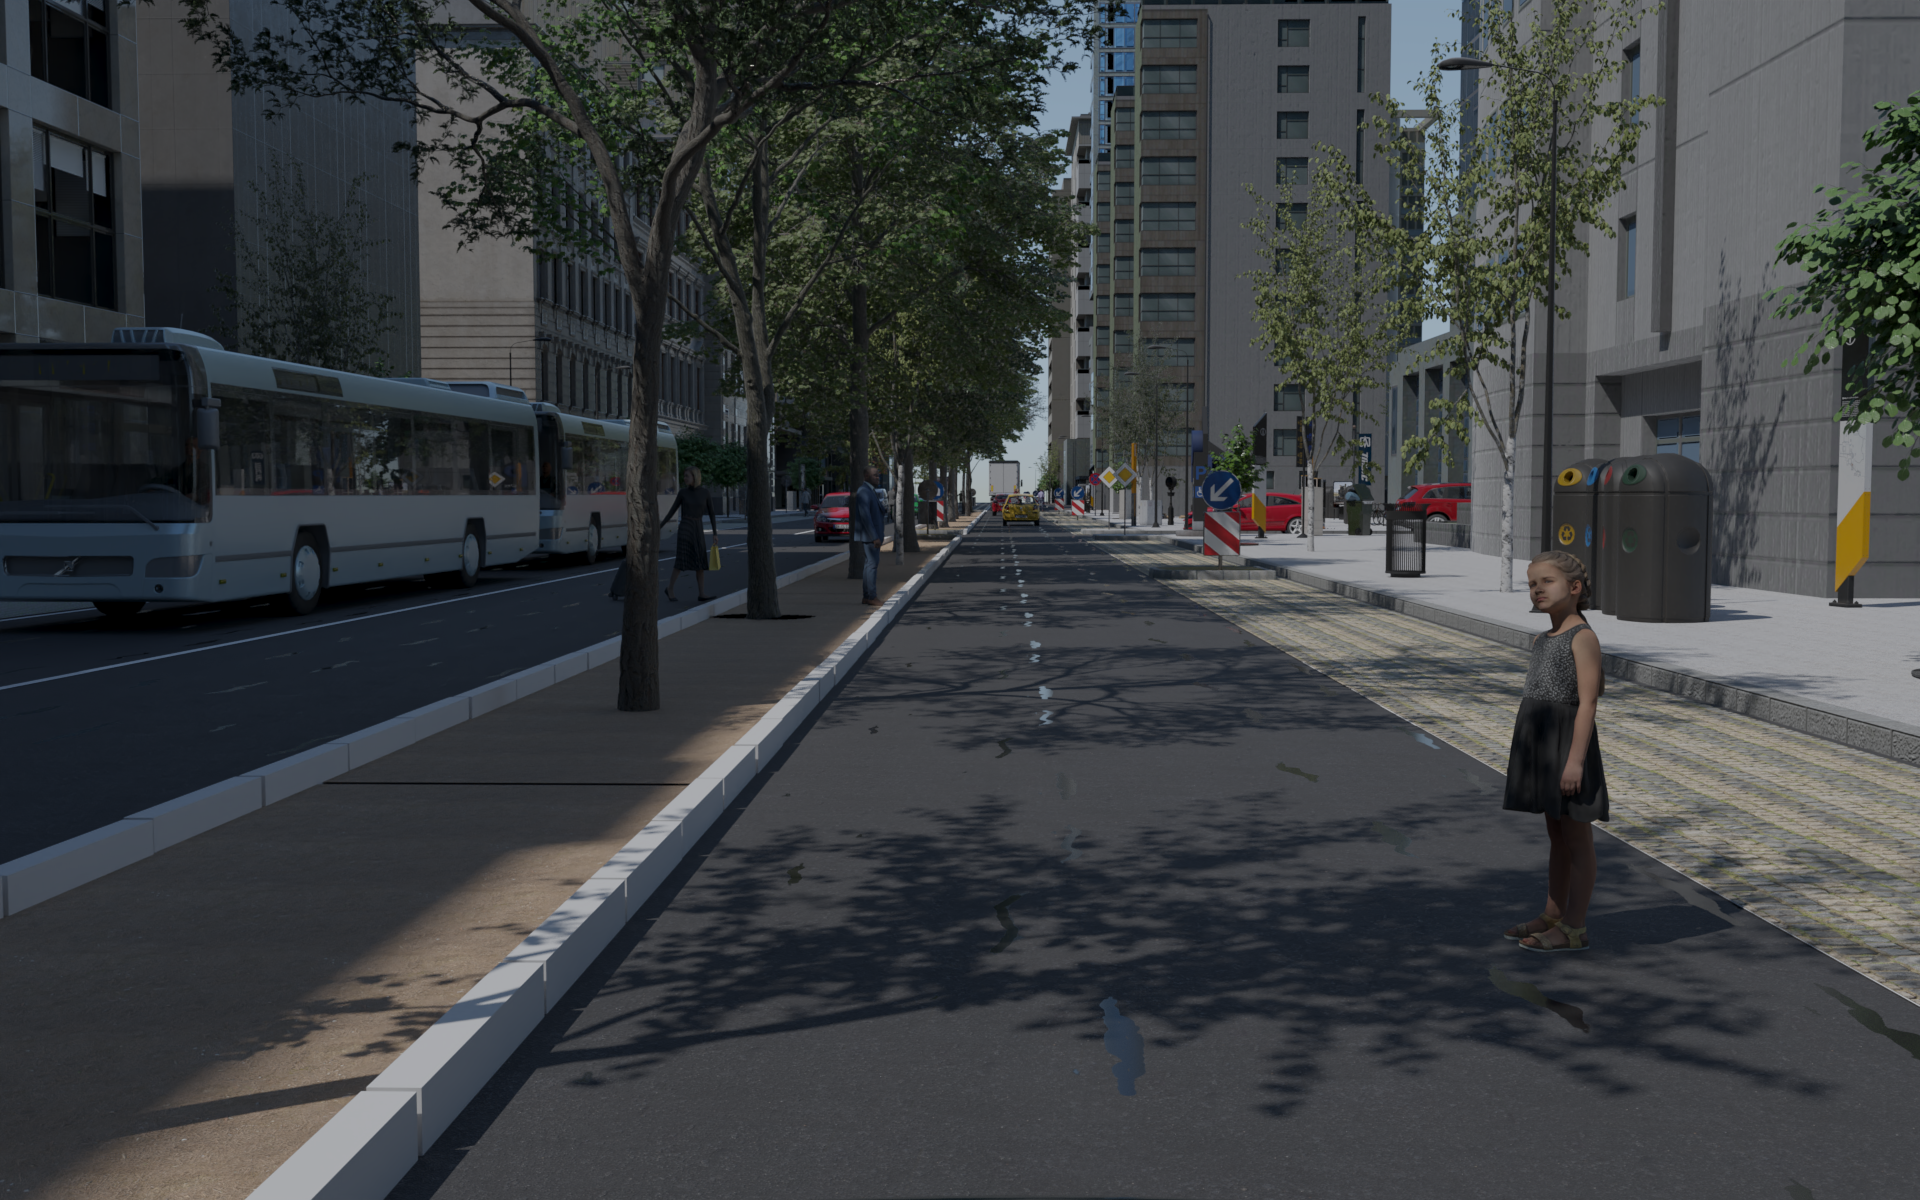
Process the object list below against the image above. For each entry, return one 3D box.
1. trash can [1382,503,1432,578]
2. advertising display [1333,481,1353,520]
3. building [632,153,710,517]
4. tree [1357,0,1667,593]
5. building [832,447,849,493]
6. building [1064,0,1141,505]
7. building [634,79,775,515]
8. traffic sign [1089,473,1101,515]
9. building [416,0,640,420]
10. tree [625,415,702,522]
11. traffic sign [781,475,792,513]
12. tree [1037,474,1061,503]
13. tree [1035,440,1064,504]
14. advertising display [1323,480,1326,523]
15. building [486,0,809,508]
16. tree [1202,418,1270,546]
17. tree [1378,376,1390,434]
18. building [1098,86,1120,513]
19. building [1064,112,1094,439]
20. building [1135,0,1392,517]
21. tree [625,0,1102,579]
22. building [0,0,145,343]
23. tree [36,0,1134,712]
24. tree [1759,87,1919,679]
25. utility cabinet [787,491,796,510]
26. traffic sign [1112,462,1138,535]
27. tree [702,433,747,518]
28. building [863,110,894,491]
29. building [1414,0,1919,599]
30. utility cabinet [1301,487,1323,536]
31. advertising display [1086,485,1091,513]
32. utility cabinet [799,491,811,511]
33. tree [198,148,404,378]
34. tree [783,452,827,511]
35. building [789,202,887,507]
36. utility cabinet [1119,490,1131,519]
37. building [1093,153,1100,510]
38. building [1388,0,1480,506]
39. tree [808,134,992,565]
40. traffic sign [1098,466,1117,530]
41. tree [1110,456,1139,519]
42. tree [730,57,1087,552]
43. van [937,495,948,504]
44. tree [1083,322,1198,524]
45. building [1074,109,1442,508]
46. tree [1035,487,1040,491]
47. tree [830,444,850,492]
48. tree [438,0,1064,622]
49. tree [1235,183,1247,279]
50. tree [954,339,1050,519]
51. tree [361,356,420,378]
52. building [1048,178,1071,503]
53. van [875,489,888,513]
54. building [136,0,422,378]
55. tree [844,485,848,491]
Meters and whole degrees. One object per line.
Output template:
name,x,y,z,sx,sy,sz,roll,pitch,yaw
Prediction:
trash can,6.874,-0.920,26.692,0.748,1.137,0.748,0,3,0
advertising display,19.000,-4.936,85.921,0.974,1.923,0.123,1,4,22
building,-20.469,-15.702,92.883,11.583,22.565,21.152,0,4,1
tree,6.985,-4.414,22.532,4.737,8.622,4.395,0,3,0
building,-18.947,-26.327,202.144,14.160,30.474,14.107,0,4,1
building,23.473,-53.896,193.865,22.319,86.520,31.000,0,4,1
building,-19.632,-19.483,115.809,12.463,27.353,25.104,0,4,1
traffic sign,8.102,-6.331,103.623,0.768,2.556,0.104,0,4,5
building,-20.204,-13.700,73.145,9.793,20.994,18.267,0,4,1
tree,-13.314,-5.288,70.174,4.285,4.588,4.351,0,3,0
traffic sign,-11.806,-7.188,117.629,0.768,2.556,0.104,0,4,8
tree,12.231,-15.540,237.784,4.285,4.588,4.351,0,3,0
tree,12.138,-17.176,231.183,4.737,8.622,4.395,0,3,0
advertising display,16.293,-4.419,77.463,0.123,1.923,0.974,1,4,12
building,-27.805,-34.385,151.439,28.713,52.752,27.495,0,4,1
tree,7.071,-2.980,43.321,1.663,3.219,1.824,0,3,0
tree,24.554,-8.739,93.239,4.360,8.622,3.978,0,3,0
building,17.809,-21.665,125.921,14.160,30.474,14.107,0,4,1
building,28.999,-39.540,235.715,28.713,52.752,27.495,0,4,1
building,17.303,-20.316,103.861,14.160,30.474,14.107,0,4,1
tree,-1.583,-6.592,28.358,7.486,12.596,7.792,0,3,0
building,-25.669,-12.936,16.015,19.350,26.468,34.151,0,4,1
tree,-2.156,-4.521,10.789,8.767,10.594,7.601,0,4,1
tree,7.343,-1.721,11.846,4.285,4.588,4.351,0,3,0
utility cabinet,-13.144,-7.751,135.401,0.318,1.500,1.173,-2,4,-28
traffic sign,5.170,-3.098,54.296,0.795,2.450,0.064,0,4,1
tree,-12.751,-5.960,81.164,4.285,4.588,4.351,0,3,0
building,-21.091,-58.313,266.093,22.319,86.520,31.000,0,4,1
building,21.475,-30.044,33.218,21.231,58.520,28.212,0,4,1
utility cabinet,10.853,-2.730,53.312,0.318,1.500,1.173,0,4,-7
advertising display,8.700,-6.865,117.449,0.123,1.923,0.974,-1,4,-11
utility cabinet,-11.320,-7.191,126.257,0.318,1.500,1.173,2,4,25
tree,-13.782,-5.297,36.971,4.360,8.622,3.978,0,3,0
tree,-11.796,-9.078,132.141,4.285,4.588,4.351,0,3,0
building,-21.669,-35.650,237.495,22.147,44.769,28.867,0,4,1
utility cabinet,8.372,-4.804,87.232,0.318,1.500,1.173,2,4,28
building,18.418,-23.090,149.224,14.160,30.474,14.107,0,4,1
building,35.024,-46.502,72.979,31.000,86.520,22.319,0,4,1
tree,-1.246,-5.013,34.787,4.737,8.622,4.395,0,3,0
traffic sign,5.363,-3.586,62.279,0.795,2.450,0.064,0,4,1
tree,8.319,-5.762,88.817,1.663,3.219,1.824,0,3,0
tree,-1.322,-8.137,42.145,9.857,13.997,8.962,0,3,0
van,-2.719,-15.376,258.412,2.013,2.044,4.112,0,4,2
tree,7.620,-7.581,74.317,4.360,8.622,3.978,0,3,0
building,27.495,-29.104,167.729,32.217,40.220,23.993,0,4,1
tree,13.304,-18.034,289.460,1.663,3.219,1.824,0,3,0
tree,-10.527,-13.301,167.840,4.360,8.622,3.978,0,3,0
tree,-2.364,-5.590,19.613,9.928,11.665,9.643,0,3,0
tree,7.940,-5.373,38.211,4.737,8.622,4.395,0,3,0
tree,0.461,-12.045,109.770,12.009,13.543,11.850,0,3,0
tree,-13.819,-3.531,41.444,4.285,4.588,4.351,0,3,0
building,24.202,-38.946,260.468,21.300,48.544,21.600,0,4,1
van,-6.417,-7.587,131.057,2.013,2.044,4.112,0,4,3
building,-31.163,-13.899,46.318,30.058,24.678,14.314,0,4,1
tree,-11.251,-11.911,189.339,1.663,3.219,1.824,0,3,0
